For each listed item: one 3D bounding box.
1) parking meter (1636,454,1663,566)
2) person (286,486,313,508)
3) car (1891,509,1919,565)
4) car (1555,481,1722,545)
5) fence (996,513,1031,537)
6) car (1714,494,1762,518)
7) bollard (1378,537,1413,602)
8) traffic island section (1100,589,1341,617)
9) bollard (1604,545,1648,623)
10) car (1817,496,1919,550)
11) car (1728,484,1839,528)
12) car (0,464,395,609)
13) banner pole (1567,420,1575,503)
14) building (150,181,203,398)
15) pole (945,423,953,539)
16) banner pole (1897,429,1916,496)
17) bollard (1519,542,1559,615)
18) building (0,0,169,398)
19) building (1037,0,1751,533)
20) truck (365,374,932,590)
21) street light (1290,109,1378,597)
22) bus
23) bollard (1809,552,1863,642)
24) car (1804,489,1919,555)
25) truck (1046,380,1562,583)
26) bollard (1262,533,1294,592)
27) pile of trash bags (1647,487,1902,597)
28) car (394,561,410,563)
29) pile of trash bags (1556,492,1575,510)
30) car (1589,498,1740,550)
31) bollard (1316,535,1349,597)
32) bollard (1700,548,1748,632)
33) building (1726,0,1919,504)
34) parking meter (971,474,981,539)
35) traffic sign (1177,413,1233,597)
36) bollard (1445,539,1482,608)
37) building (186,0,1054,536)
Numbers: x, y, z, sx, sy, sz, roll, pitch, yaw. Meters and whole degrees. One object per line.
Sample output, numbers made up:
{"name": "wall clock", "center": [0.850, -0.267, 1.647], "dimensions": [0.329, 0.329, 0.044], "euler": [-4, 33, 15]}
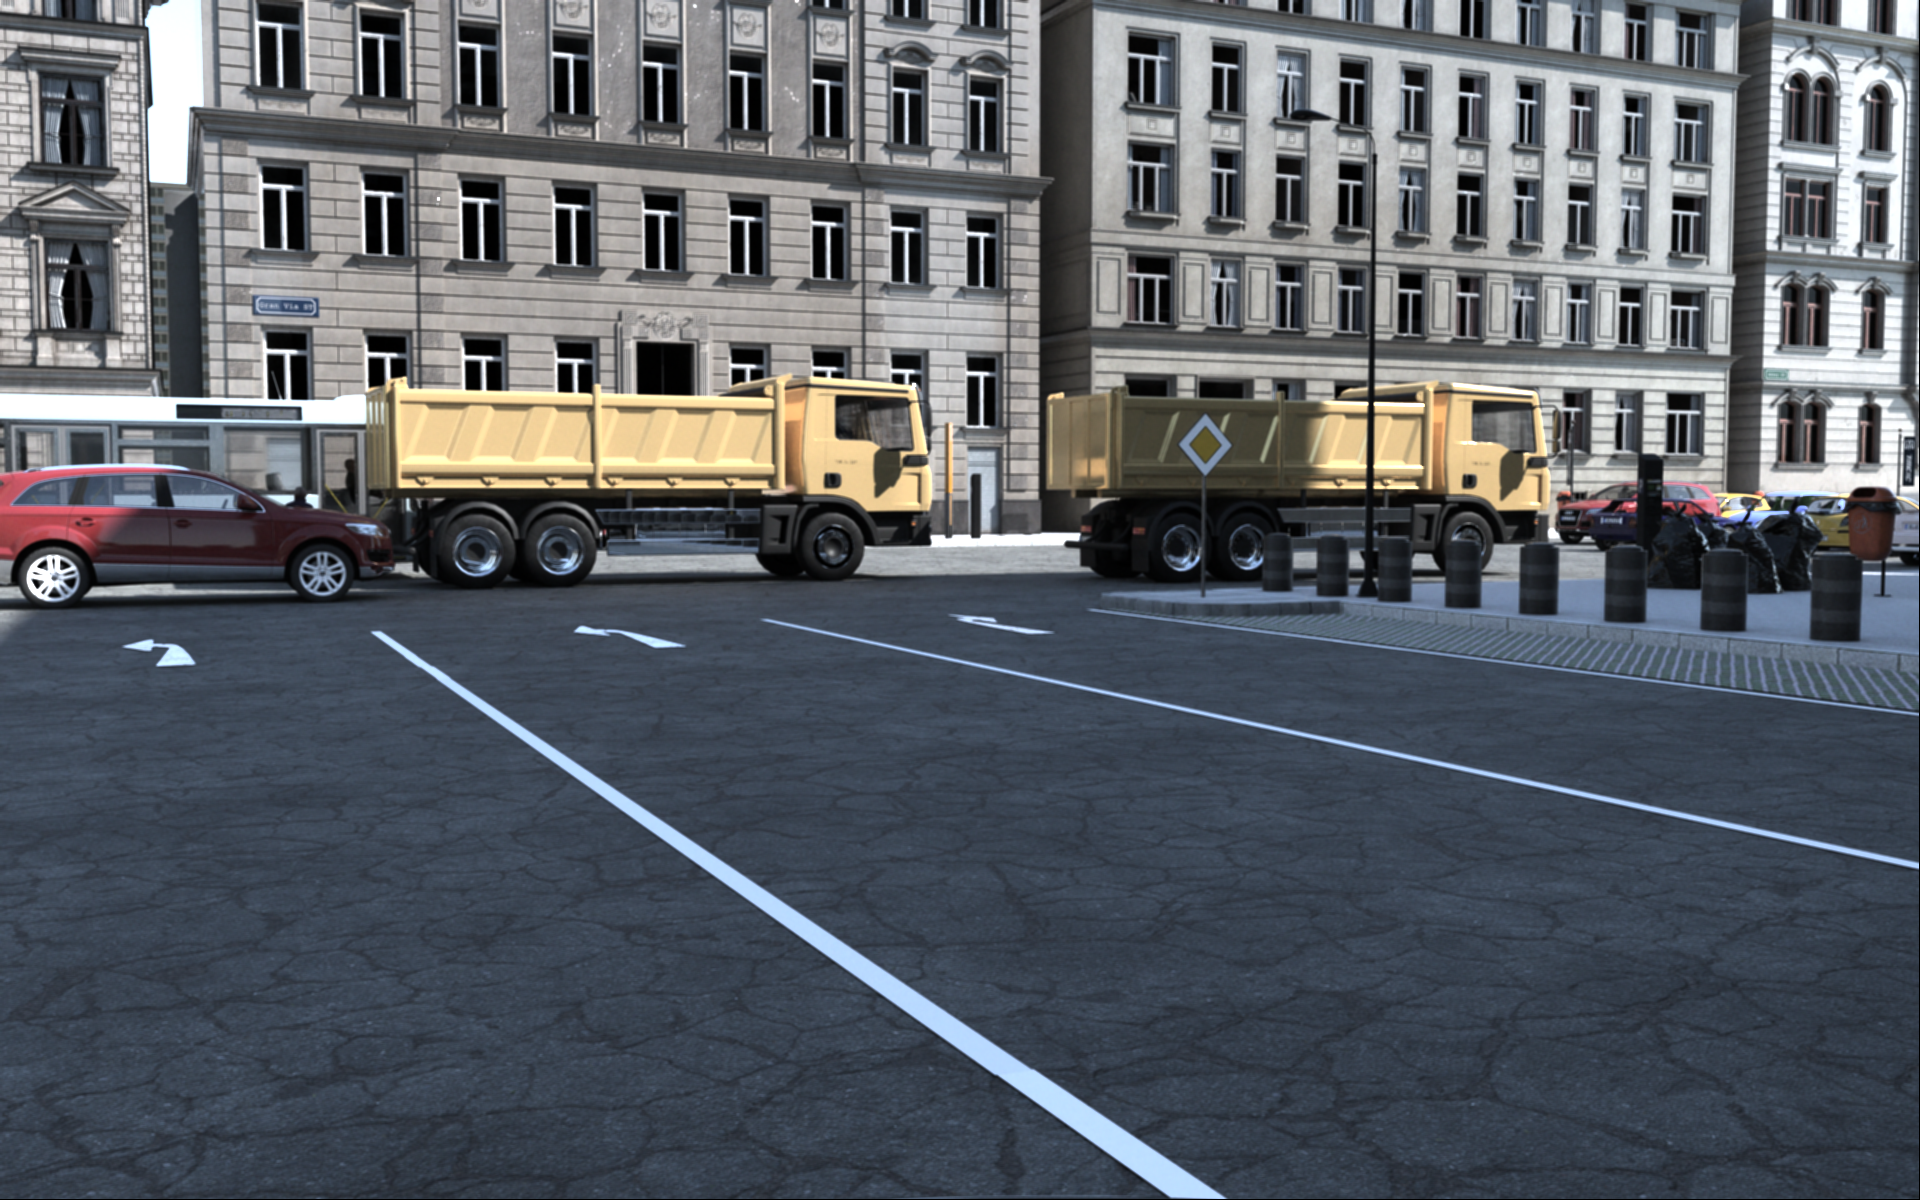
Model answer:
{"name": "parking meter", "center": [9.937, -1.178, 24.966], "dimensions": [0.255, 1.863, 0.399], "euler": [0, 4, 4]}
{"name": "person", "center": [-10.590, -1.032, 27.580], "dimensions": [0.569, 1.553, 0.471], "euler": [2, 4, 32]}
{"name": "car", "center": [20.961, -1.390, 35.096], "dimensions": [4.827, 1.381, 2.083], "euler": [-2, 4, -25]}
{"name": "car", "center": [19.618, -2.537, 50.152], "dimensions": [5.304, 1.827, 2.281], "euler": [-2, 4, -24]}
{"name": "fence", "center": [1.676, -2.306, 53.086], "dimensions": [0.278, 0.683, 2.069], "euler": [2, 4, 26]}
{"name": "car", "center": [25.138, -2.886, 57.418], "dimensions": [3.980, 1.641, 2.015], "euler": [-2, 4, -24]}
{"name": "bollard", "center": [5.209, -0.368, 20.736], "dimensions": [0.404, 0.777, 0.398], "euler": [0, 3, 0]}
{"name": "traffic island section", "center": [3.036, 0.045, 21.543], "dimensions": [2.009, 0.180, 2.903], "euler": [-2, 4, -24]}
{"name": "bollard", "center": [6.701, -0.166, 17.430], "dimensions": [0.404, 0.777, 0.398], "euler": [0, 3, 0]}
{"name": "car", "center": [23.577, -1.968, 44.174], "dimensions": [4.499, 1.417, 2.014], "euler": [-1, 4, -22]}
{"name": "car", "center": [22.234, -2.259, 46.522], "dimensions": [3.694, 1.707, 1.945], "euler": [-2, 4, -23]}
{"name": "car", "center": [-10.285, -0.875, 22.974], "dimensions": [5.304, 1.827, 2.281], "euler": [-2, 4, -24]}
{"name": "banner pole", "center": [20.784, -4.219, 58.996], "dimensions": [0.401, 3.779, 0.863], "euler": [0, 4, 5]}
{"name": "building", "center": [-97.893, -31.132, 200.883], "dimensions": [23.993, 40.220, 32.217], "euler": [-2, 4, -24]}
{"name": "pole", "center": [-0.324, -3.416, 49.698], "dimensions": [0.158, 3.312, 0.155], "euler": [0, 3, 0]}
{"name": "banner pole", "center": [36.175, -4.668, 66.332], "dimensions": [0.863, 3.779, 0.401], "euler": [0, 4, -4]}
{"name": "bollard", "center": [6.197, -0.234, 18.538], "dimensions": [0.404, 0.777, 0.398], "euler": [0, 3, 0]}
{"name": "building", "center": [-30.671, -10.992, 44.341], "dimensions": [19.286, 19.102, 10.561], "euler": [-2, 4, -24]}
{"name": "building", "center": [14.221, -14.371, 68.256], "dimensions": [30.059, 22.955, 16.112], "euler": [-2, 4, -24]}
{"name": "truck", "center": [-4.512, -1.997, 28.570], "dimensions": [9.791, 3.379, 3.469], "euler": [-2, 4, -25]}
{"name": "street light", "center": [4.613, -2.981, 21.275], "dimensions": [1.470, 5.913, 1.316], "euler": [-2, 4, -24]}
{"name": "bus", "center": [-14.530, -2.023, 27.934], "dimensions": [13.247, 3.499, 2.948], "euler": [-2, 4, -24]}
{"name": "bollard", "center": [7.700, -0.031, 15.222], "dimensions": [0.404, 0.777, 0.398], "euler": [0, 3, 0]}
{"name": "car", "center": [21.221, -1.830, 40.146], "dimensions": [3.980, 1.641, 2.015], "euler": [-2, 4, -26]}
{"name": "truck", "center": [6.404, -2.101, 30.279], "dimensions": [9.791, 3.379, 3.469], "euler": [-1, 4, -23]}
{"name": "bollard", "center": [4.211, -0.503, 22.940], "dimensions": [0.404, 0.777, 0.398], "euler": [0, 3, 0]}
{"name": "pile of trash bags", "center": [10.727, -0.801, 22.841], "dimensions": [1.912, 1.369, 3.447], "euler": [-2, 4, -27]}
{"name": "car", "center": [-13.253, -1.650, 36.017], "dimensions": [4.494, 1.783, 2.155], "euler": [-2, 4, -26]}
{"name": "pile of trash bags", "center": [23.208, -3.210, 62.228], "dimensions": [3.447, 1.369, 1.912], "euler": [2, 4, 24]}
{"name": "car", "center": [17.962, -1.920, 43.969], "dimensions": [3.894, 1.354, 1.945], "euler": [-2, 4, -24]}
{"name": "bollard", "center": [4.704, -0.436, 21.844], "dimensions": [0.404, 0.777, 0.398], "euler": [0, 3, 0]}
{"name": "bollard", "center": [7.201, -0.098, 16.322], "dimensions": [0.404, 0.777, 0.398], "euler": [0, 3, 0]}
{"name": "building", "center": [39.189, -17.769, 77.911], "dimensions": [23.554, 28.519, 14.401], "euler": [-2, 4, -24]}
{"name": "parking meter", "center": [0.456, -2.707, 49.972], "dimensions": [0.255, 1.863, 0.399], "euler": [-1, 4, -8]}
{"name": "traffic sign", "center": [3.017, -1.090, 21.456], "dimensions": [0.795, 2.450, 0.064], "euler": [-2, 4, -24]}
{"name": "bollard", "center": [5.708, -0.301, 19.636], "dimensions": [0.404, 0.777, 0.398], "euler": [0, 3, 0]}
{"name": "building", "center": [-10.784, -15.729, 54.425], "dimensions": [25.104, 27.353, 12.463], "euler": [-2, 4, -24]}
